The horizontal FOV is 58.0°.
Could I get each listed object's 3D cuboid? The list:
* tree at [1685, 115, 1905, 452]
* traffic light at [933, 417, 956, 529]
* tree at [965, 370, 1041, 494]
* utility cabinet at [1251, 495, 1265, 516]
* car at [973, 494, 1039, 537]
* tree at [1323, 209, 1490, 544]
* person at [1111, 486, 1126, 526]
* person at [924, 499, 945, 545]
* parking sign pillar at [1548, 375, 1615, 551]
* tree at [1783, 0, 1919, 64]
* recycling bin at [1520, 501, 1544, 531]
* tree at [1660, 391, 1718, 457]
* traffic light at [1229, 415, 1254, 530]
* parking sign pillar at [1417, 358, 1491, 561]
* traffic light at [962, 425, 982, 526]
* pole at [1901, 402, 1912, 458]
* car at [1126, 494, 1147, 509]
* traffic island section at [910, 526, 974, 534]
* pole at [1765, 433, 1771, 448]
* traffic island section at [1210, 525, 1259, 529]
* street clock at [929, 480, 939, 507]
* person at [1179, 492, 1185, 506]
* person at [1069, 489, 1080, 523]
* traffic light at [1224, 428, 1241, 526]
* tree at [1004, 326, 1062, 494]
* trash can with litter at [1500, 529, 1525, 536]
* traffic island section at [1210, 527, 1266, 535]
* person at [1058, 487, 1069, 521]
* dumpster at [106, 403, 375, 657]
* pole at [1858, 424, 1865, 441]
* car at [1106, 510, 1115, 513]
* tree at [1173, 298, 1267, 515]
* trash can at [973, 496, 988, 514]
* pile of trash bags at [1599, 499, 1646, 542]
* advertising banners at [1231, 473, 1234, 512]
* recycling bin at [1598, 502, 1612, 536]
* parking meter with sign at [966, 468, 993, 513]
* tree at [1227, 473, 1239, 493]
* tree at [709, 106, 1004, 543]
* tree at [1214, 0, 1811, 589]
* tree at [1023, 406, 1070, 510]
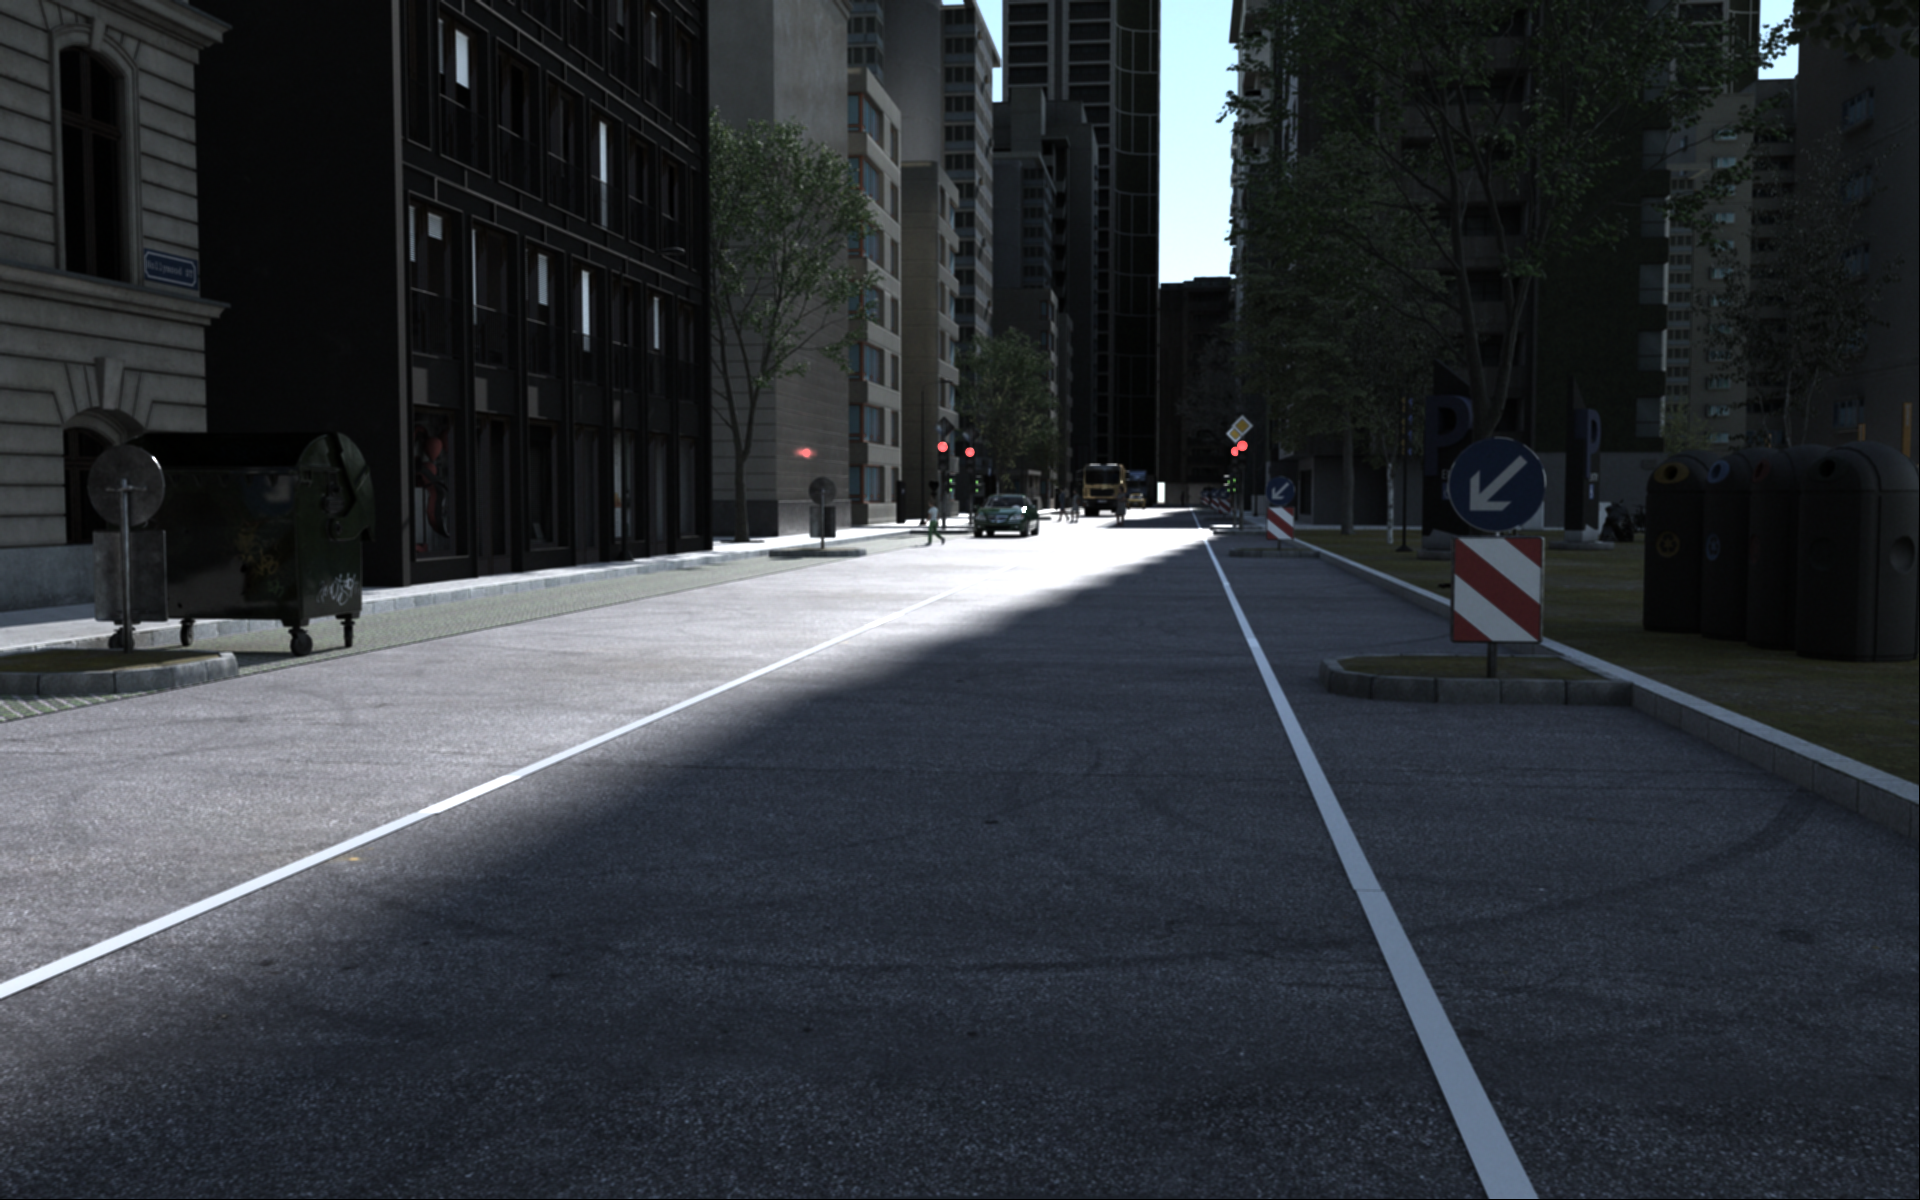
[{"bbox_3d":[16.696,-5.156,34.671,4.360,8.622,3.978,0,3,0],"label":"tree"},{"bbox_3d":[-0.567,-4.510,62.661,0.839,4.253,0.868,0,4,7],"label":"traffic light"},{"bbox_3d":[2.466,-9.289,102.236,4.360,8.622,3.978,0,3,0],"label":"tree"},{"bbox_3d":[17.518,-5.512,101.279,0.306,1.237,1.020,-3,5,-40],"label":"utility cabinet"},{"bbox_3d":[1.611,-2.897,59.164,2.131,1.459,4.920,1,4,9],"label":"car"},{"bbox_3d":[11.092,-5.733,44.093,4.360,8.622,3.978,0,3,0],"label":"tree"},{"bbox_3d":[7.016,-4.163,76.916,0.532,1.782,0.716,-2,4,-31],"label":"person"},{"bbox_3d":[-0.720,-2.201,48.733,0.590,1.304,0.306,1,4,20],"label":"person"},{"bbox_3d":[14.359,-3.146,39.914,1.447,3.967,1.447,3,4,35],"label":"parking sign pillar"},{"bbox_3d":[5.123,-5.310,4.950,7.486,12.596,7.792,0,3,0],"label":"tree"},{"bbox_3d":[20.006,-2.936,60.558,0.722,1.027,0.722,1,4,14],"label":"recycling bin"},{"bbox_3d":[51.129,-10.544,122.757,4.737,8.622,4.395,0,3,0],"label":"tree"},{"bbox_3d":[9.959,-4.428,61.320,0.839,4.253,0.868,0,4,7],"label":"traffic light"},{"bbox_3d":[9.713,-2.778,33.899,1.447,3.967,1.447,-2,4,-35],"label":"parking sign pillar"},{"bbox_3d":[0.458,-4.994,70.580,0.839,4.253,0.868,0,4,7],"label":"traffic light"},{"bbox_3d":[21.087,-2.741,38.652,0.158,3.312,0.155,0,3,0],"label":"pole"},{"bbox_3d":[16.772,-9.455,164.816,2.015,1.641,3.980,0,4,8],"label":"car"},{"bbox_3d":[-0.605,-2.478,62.801,2.009,0.180,2.903,0,4,7],"label":"traffic island section"},{"bbox_3d":[27.190,-3.946,58.362,0.158,3.312,0.155,0,3,0],"label":"pole"},{"bbox_3d":[11.023,-2.879,69.348,2.009,0.180,2.903,0,4,7],"label":"traffic island section"},{"bbox_3d":[-1.314,-5.058,87.276,0.471,2.002,0.358,-1,4,-23],"label":"street clock"},{"bbox_3d":[26.277,-11.974,204.958,0.721,1.739,1.217,-1,4,-22],"label":"person"},{"bbox_3d":[5.795,-4.728,86.800,0.522,1.701,0.512,2,4,27],"label":"person"},{"bbox_3d":[10.984,-4.912,69.239,0.839,4.253,0.868,0,4,7],"label":"traffic light"},{"bbox_3d":[2.634,-11.187,108.664,9.928,11.665,9.643,0,3,0],"label":"tree"},{"bbox_3d":[15.770,-2.438,50.922,2.233,1.210,1.678,-2,4,-29],"label":"trash can with litter"},{"bbox_3d":[9.997,-2.394,61.428,2.009,0.180,2.903,0,4,7],"label":"traffic island section"},{"bbox_3d":[5.410,-5.040,90.927,0.654,1.822,0.581,1,4,16],"label":"person"},{"bbox_3d":[-6.528,-0.656,15.672,1.985,2.255,1.502,0,4,8],"label":"dumpster"},{"bbox_3d":[26.058,-3.444,50.146,0.158,3.312,0.155,0,3,0],"label":"pole"},{"bbox_3d":[10.990,-7.391,132.643,2.131,1.459,4.920,0,4,7],"label":"car"},{"bbox_3d":[18.057,-11.910,105.091,12.009,13.543,11.850,0,3,0],"label":"tree"},{"bbox_3d":[1.195,-5.865,107.542,0.748,1.137,0.748,0,3,0],"label":"trash can"},{"bbox_3d":[18.792,-2.229,46.189,3.447,1.369,1.912,3,5,39],"label":"pile of trash bags"},{"bbox_3d":[19.800,-7.922,125.710,0.090,3.025,2.074,0,4,1],"label":"advertising banners"},{"bbox_3d":[19.756,-2.527,53.871,0.722,1.027,0.722,-2,4,-24],"label":"recycling bin"},{"bbox_3d":[1.253,-7.267,115.083,1.738,3.016,0.543,-1,4,-21],"label":"parking meter with sign"},{"bbox_3d":[22.991,-9.297,146.609,1.663,3.219,1.824,0,3,0],"label":"tree"},{"bbox_3d":[-5.740,-7.340,45.762,9.928,11.665,9.643,0,3,0],"label":"tree"},{"bbox_3d":[7.246,-5.976,23.462,9.928,11.665,9.643,0,3,0],"label":"tree"},{"bbox_3d":[7.177,-11.739,142.287,4.737,8.622,4.395,0,3,0],"label":"tree"}]
